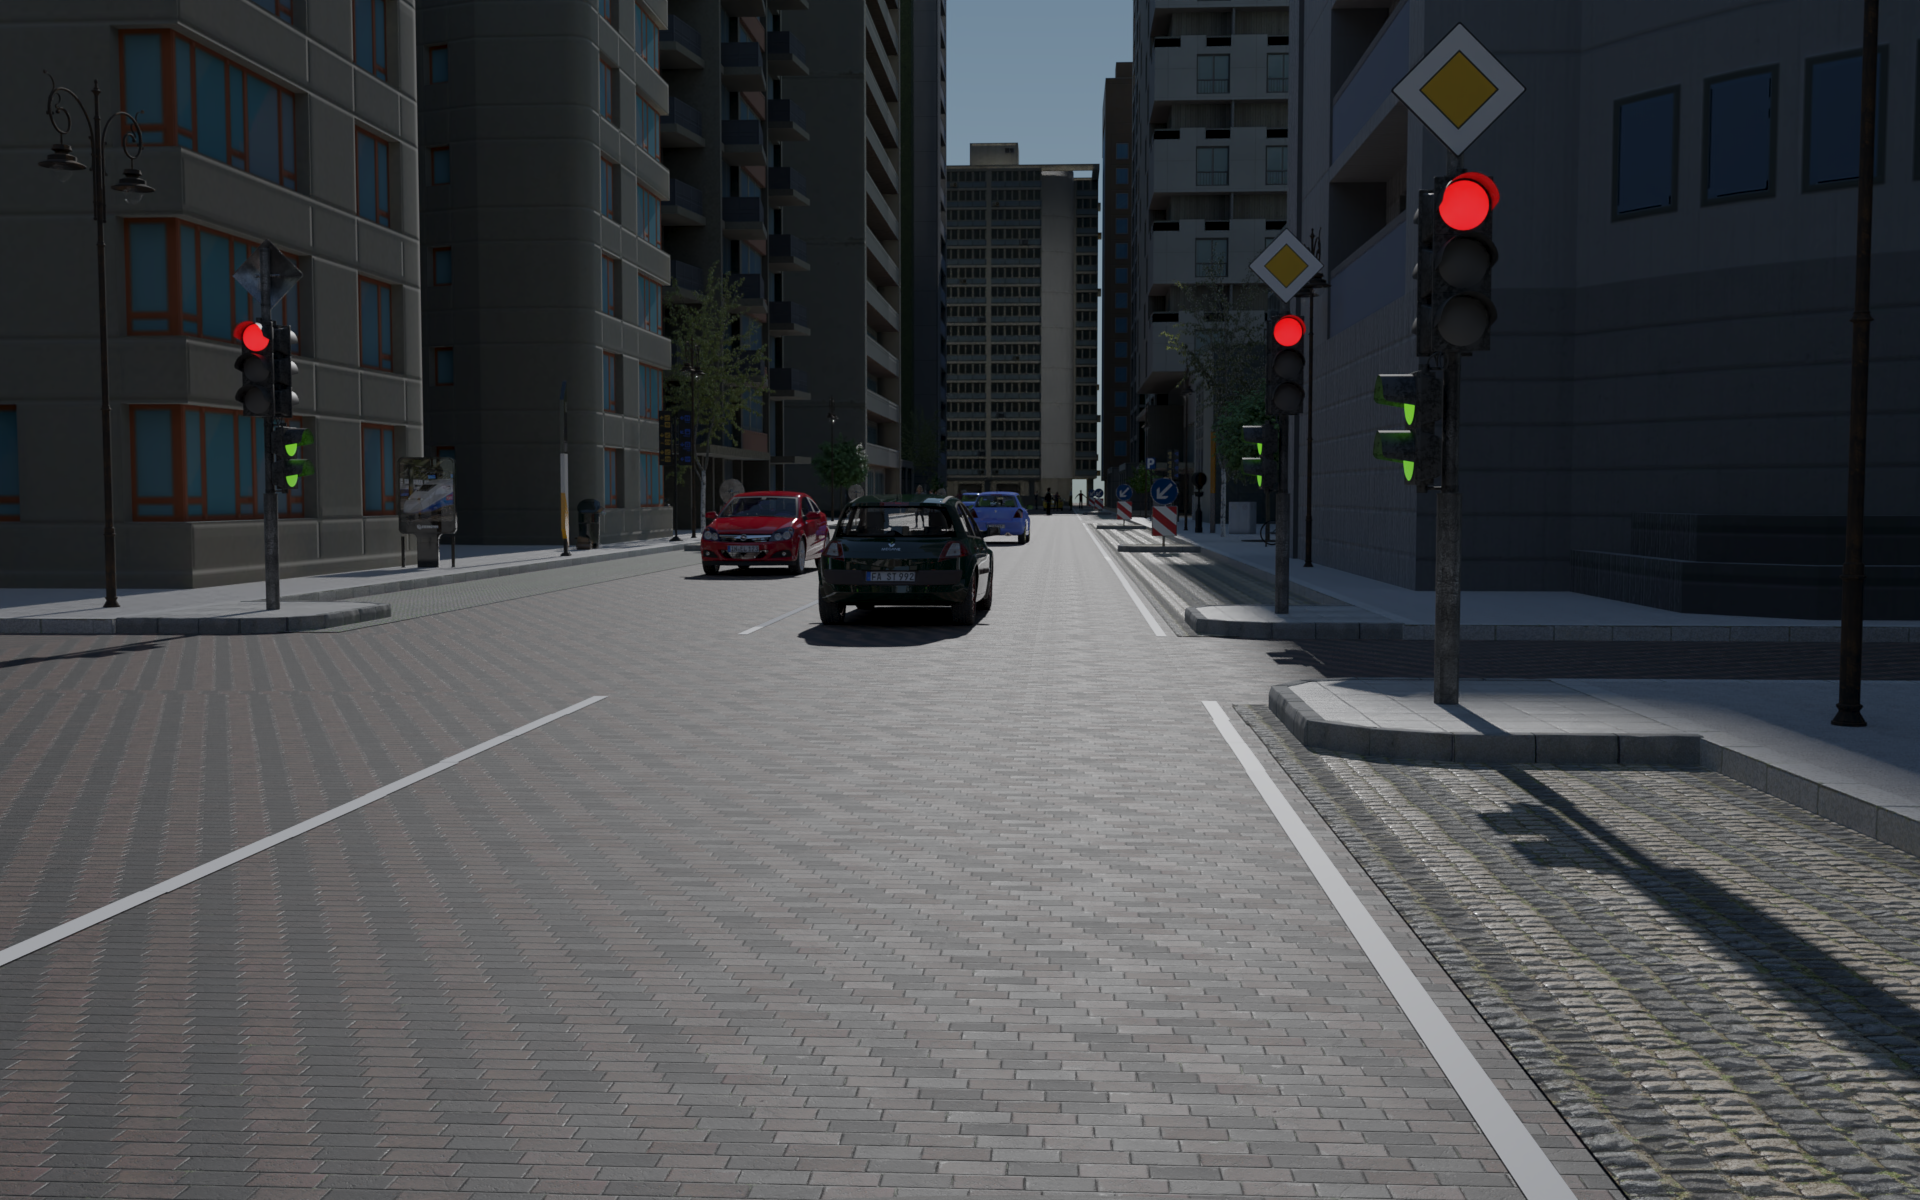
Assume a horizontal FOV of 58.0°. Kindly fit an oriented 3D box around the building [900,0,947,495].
[{"bbox_3d":[-15.505,-37.784,159.770,28.212,58.520,21.231,0,4,3],"label":"building"}]

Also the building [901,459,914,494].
[{"bbox_3d":[-14.024,-42.023,125.336,20.563,71.187,20.611,0,4,3],"label":"building"}]

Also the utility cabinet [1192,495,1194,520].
[{"bbox_3d":[11.765,-4.581,86.058,0.306,1.237,1.020,1,4,18],"label":"utility cabinet"}]

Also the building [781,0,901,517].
[{"bbox_3d":[-15.211,-29.437,104.994,21.300,48.544,21.600,0,4,3],"label":"building"}]

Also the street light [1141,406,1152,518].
[{"bbox_3d":[9.819,-7.250,91.322,0.468,5.910,1.993,0,4,3],"label":"street light"}]

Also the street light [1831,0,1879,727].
[{"bbox_3d":[4.937,-2.242,9.441,0.468,5.910,1.993,0,4,3],"label":"street light"}]

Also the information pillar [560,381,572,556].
[{"bbox_3d":[-8.162,-2.714,35.723,0.183,3.616,0.504,0,4,-5],"label":"information pillar"}]

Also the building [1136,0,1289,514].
[{"bbox_3d":[25.582,-32.027,112.876,28.713,52.752,27.495,0,4,3],"label":"building"}]

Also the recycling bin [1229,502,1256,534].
[{"bbox_3d":[9.117,-2.650,55.875,0.722,1.027,0.722,2,4,27],"label":"recycling bin"}]

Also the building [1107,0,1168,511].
[{"bbox_3d":[24.049,-43.964,157.063,20.563,71.187,20.611,0,4,3],"label":"building"}]

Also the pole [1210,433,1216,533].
[{"bbox_3d":[8.318,-3.857,56.900,0.158,3.312,0.155,0,3,0],"label":"pole"}]

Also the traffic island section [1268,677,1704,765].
[{"bbox_3d":[3.000,0.714,10.610,2.009,0.180,2.903,0,4,3],"label":"traffic island section"}]

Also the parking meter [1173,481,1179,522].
[{"bbox_3d":[9.959,-4.535,79.858,0.255,1.863,0.399,0,4,-2],"label":"parking meter"}]

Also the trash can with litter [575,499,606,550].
[{"bbox_3d":[-8.609,-1.765,40.250,0.624,1.170,1.055,0,4,-4],"label":"trash can with litter"}]

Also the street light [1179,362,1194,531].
[{"bbox_3d":[7.961,-5.387,60.866,0.468,5.910,1.993,0,4,3],"label":"street light"}]

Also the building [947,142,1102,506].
[{"bbox_3d":[3.745,-30.722,194.177,23.993,40.220,32.217,0,4,3],"label":"building"}]

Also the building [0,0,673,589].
[{"bbox_3d":[-23.304,-11.799,37.949,27.650,21.520,28.899,0,4,3],"label":"building"}]

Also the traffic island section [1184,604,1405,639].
[{"bbox_3d":[3.474,0.226,18.581,2.009,0.180,2.903,0,4,3],"label":"traffic island section"}]

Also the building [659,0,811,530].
[{"bbox_3d":[-18.495,-25.640,73.833,22.147,44.769,28.867,0,4,3],"label":"building"}]

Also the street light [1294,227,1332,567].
[{"bbox_3d":[6.127,-3.517,30.283,0.468,5.910,1.993,0,4,3],"label":"street light"}]

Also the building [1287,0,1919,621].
[{"bbox_3d":[20.262,-29.527,24.766,28.212,58.520,21.231,0,4,3],"label":"building"}]

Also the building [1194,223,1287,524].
[{"bbox_3d":[21.688,-46.086,66.185,22.319,86.520,31.000,0,4,3],"label":"building"}]

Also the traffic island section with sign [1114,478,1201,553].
[{"bbox_3d":[4.933,-2.111,43.137,1.989,1.847,2.006,0,4,3],"label":"traffic island section with sign"}]

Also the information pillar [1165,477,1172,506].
[{"bbox_3d":[8.992,-4.297,74.740,0.304,2.012,0.304,1,4,10],"label":"information pillar"}]

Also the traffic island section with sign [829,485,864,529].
[{"bbox_3d":[-4.249,-3.813,70.976,1.989,1.847,2.006,0,4,3],"label":"traffic island section with sign"}]

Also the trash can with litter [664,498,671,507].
[{"bbox_3d":[-9.304,-2.527,52.706,1.055,1.170,0.624,-1,4,-11],"label":"trash can with litter"}]

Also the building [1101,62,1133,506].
[{"bbox_3d":[22.213,-32.585,182.882,14.200,45.320,14.600,0,4,3],"label":"building"}]

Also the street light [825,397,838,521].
[{"bbox_3d":[-5.967,-6.612,80.894,0.468,5.910,1.993,0,4,3],"label":"street light"}]

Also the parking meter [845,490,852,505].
[{"bbox_3d":[-6.076,-5.276,94.669,0.372,1.533,0.369,0,3,0],"label":"parking meter"}]

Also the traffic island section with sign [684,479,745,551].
[{"bbox_3d":[-5.843,-2.168,44.068,1.989,1.847,2.006,0,4,3],"label":"traffic island section with sign"}]

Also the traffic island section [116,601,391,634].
[{"bbox_3d":[-7.648,0.186,19.244,2.009,0.180,2.903,0,4,3],"label":"traffic island section"}]

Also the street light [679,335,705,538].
[{"bbox_3d":[-7.780,-4.751,50.460,0.468,5.910,1.993,0,4,3],"label":"street light"}]

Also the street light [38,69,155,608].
[{"bbox_3d":[-9.625,-2.855,19.471,0.468,5.910,1.993,0,4,3],"label":"street light"}]
